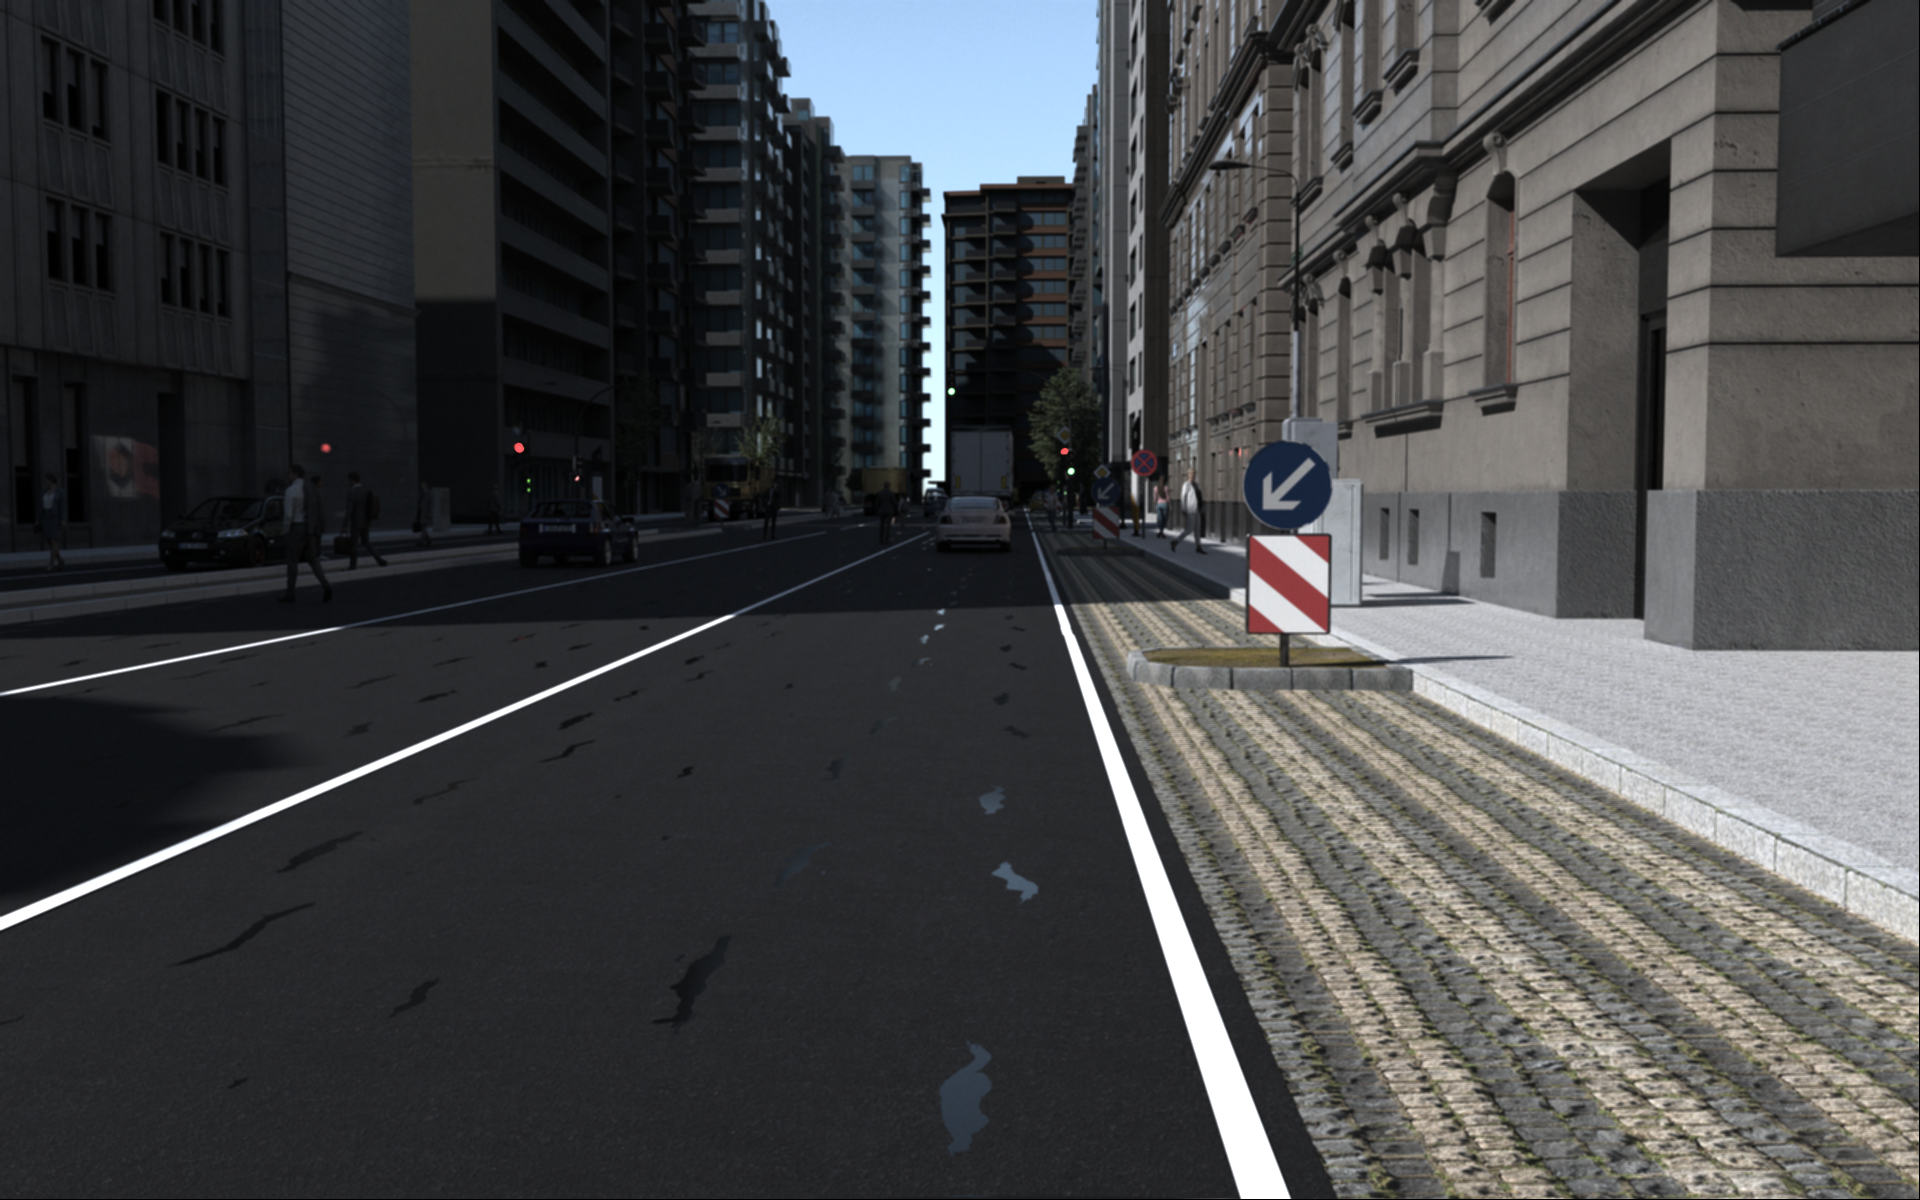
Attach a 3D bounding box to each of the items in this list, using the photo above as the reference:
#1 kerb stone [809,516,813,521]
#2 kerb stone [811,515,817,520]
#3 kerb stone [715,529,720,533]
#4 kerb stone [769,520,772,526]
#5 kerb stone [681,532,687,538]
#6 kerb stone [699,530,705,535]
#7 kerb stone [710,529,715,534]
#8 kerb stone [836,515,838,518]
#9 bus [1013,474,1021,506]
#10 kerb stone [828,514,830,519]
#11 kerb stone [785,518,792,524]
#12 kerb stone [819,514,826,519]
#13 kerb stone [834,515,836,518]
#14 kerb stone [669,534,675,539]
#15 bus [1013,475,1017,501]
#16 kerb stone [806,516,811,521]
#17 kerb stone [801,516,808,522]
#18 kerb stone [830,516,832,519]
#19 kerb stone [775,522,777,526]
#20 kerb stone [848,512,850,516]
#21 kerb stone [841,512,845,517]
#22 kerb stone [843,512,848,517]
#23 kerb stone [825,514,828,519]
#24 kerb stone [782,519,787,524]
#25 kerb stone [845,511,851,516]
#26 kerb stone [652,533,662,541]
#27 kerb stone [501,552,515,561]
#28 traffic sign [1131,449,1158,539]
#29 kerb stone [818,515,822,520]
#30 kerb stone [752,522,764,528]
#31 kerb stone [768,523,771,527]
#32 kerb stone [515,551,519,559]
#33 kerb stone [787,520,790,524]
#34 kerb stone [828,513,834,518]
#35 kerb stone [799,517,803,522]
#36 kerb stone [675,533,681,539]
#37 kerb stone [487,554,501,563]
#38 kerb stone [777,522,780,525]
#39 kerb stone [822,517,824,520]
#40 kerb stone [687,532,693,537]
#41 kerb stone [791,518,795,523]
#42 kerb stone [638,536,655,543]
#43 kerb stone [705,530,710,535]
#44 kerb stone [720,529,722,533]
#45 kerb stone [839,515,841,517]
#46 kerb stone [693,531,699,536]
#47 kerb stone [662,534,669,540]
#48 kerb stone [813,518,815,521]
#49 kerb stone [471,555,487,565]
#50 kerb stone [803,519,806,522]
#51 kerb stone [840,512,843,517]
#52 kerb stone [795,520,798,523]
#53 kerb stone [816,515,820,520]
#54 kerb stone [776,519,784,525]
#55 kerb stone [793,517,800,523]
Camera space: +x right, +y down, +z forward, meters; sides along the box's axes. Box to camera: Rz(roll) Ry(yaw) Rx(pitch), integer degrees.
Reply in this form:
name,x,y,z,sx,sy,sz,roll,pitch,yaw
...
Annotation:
name,x,y,z,sx,sy,sz,roll,pitch,yaw
kerb stone,-7.995,-4.215,91.205,0.120,0.150,1.000,0,4,2
kerb stone,-7.929,-4.346,93.249,0.120,0.150,1.000,0,4,2
kerb stone,-8.976,-2.494,62.981,0.120,0.150,1.000,0,4,2
kerb stone,-8.495,-3.344,76.862,0.120,0.150,1.000,0,4,2
kerb stone,-9.187,-2.117,56.836,0.120,0.150,1.000,0,4,2
kerb stone,-9.076,-2.307,59.913,0.120,0.150,1.000,0,4,2
kerb stone,-9.002,-2.432,61.959,0.120,0.150,1.000,0,4,2
kerb stone,-7.576,-4.966,103.490,0.120,0.150,1.000,0,4,2
bus,6.047,-13.663,214.934,2.896,3.916,12.252,0,4,3
kerb stone,-7.715,-4.722,99.401,0.120,0.150,1.000,0,4,2
kerb stone,-8.282,-3.719,82.996,0.120,0.150,1.000,0,4,2
kerb stone,-7.782,-4.597,97.351,0.120,0.150,1.000,0,4,2
kerb stone,-7.604,-4.910,102.468,0.120,0.150,1.000,0,4,2
kerb stone,-9.258,-1.992,54.791,0.120,0.150,1.000,0,4,2
bus,1.718,-6.340,98.515,2.948,3.499,13.247,0,4,2
kerb stone,-8.035,-4.158,90.182,0.120,0.150,1.000,0,4,2
kerb stone,-8.075,-4.096,89.158,0.120,0.150,1.000,0,4,2
kerb stone,-7.683,-4.785,100.424,0.120,0.150,1.000,0,4,2
kerb stone,-8.463,-3.406,77.884,0.120,0.150,1.000,0,4,2
kerb stone,-7.321,-5.412,110.676,0.120,0.150,1.000,0,4,2
kerb stone,-7.429,-5.222,107.598,0.120,0.150,1.000,0,4,2
kerb stone,-7.364,-5.349,109.655,0.120,0.150,1.000,0,4,2
kerb stone,-7.755,-4.660,98.378,0.120,0.150,1.000,0,4,2
kerb stone,-8.348,-3.592,80.953,0.120,0.150,1.000,0,4,2
kerb stone,-7.292,-5.474,111.700,0.120,0.150,1.000,0,4,2
kerb stone,-9.329,-1.865,52.742,0.120,0.150,1.000,0,4,2
kerb stone,-9.856,-0.927,37.380,0.120,0.150,1.000,0,4,2
traffic sign,5.245,-3.016,49.418,0.768,2.556,0.104,0,4,4
kerb stone,-7.851,-4.471,95.292,0.120,0.150,1.000,0,4,2
kerb stone,-8.601,-3.154,73.790,0.120,0.150,1.000,0,4,2
kerb stone,-8.527,-3.276,75.837,0.120,0.150,1.000,0,4,2
kerb stone,-9.818,-0.991,38.406,0.120,0.150,1.000,0,4,2
kerb stone,-8.310,-3.656,81.974,0.120,0.150,1.000,0,4,2
kerb stone,-7.646,-4.847,101.447,0.120,0.150,1.000,0,4,2
kerb stone,-8.142,-3.970,87.107,0.120,0.150,1.000,0,4,2
kerb stone,-9.222,-2.056,55.815,0.120,0.150,1.000,0,4,2
kerb stone,-9.889,-0.862,36.353,0.120,0.150,1.000,0,4,2
kerb stone,-8.428,-3.469,78.906,0.120,0.150,1.000,0,4,2
kerb stone,-7.814,-4.531,96.320,0.120,0.150,1.000,0,4,2
kerb stone,-9.149,-2.177,57.858,0.120,0.150,1.000,0,4,2
kerb stone,-8.246,-3.782,84.025,0.120,0.150,1.000,0,4,2
kerb stone,-9.357,-1.804,51.720,0.120,0.150,1.000,0,4,2
kerb stone,-9.048,-2.368,60.938,0.120,0.150,1.000,0,4,2
kerb stone,-8.943,-2.558,64.012,0.120,0.150,1.000,0,4,2
kerb stone,-7.503,-5.098,105.542,0.120,0.150,1.000,0,4,2
kerb stone,-9.111,-2.244,58.884,0.120,0.150,1.000,0,4,2
kerb stone,-9.288,-1.931,53.769,0.120,0.150,1.000,0,4,2
kerb stone,-7.966,-4.283,92.227,0.120,0.150,1.000,0,4,2
kerb stone,-9.920,-0.803,35.325,0.120,0.150,1.000,0,4,2
kerb stone,-8.104,-4.033,88.135,0.120,0.150,1.000,0,4,2
kerb stone,-7.466,-5.157,106.564,0.120,0.150,1.000,0,4,2
kerb stone,-8.214,-3.844,85.046,0.120,0.150,1.000,0,4,2
kerb stone,-7.888,-4.408,94.271,0.120,0.150,1.000,0,4,2
kerb stone,-8.387,-3.531,79.927,0.120,0.150,1.000,0,4,2
kerb stone,-8.178,-3.907,86.075,0.120,0.150,1.000,0,4,2
